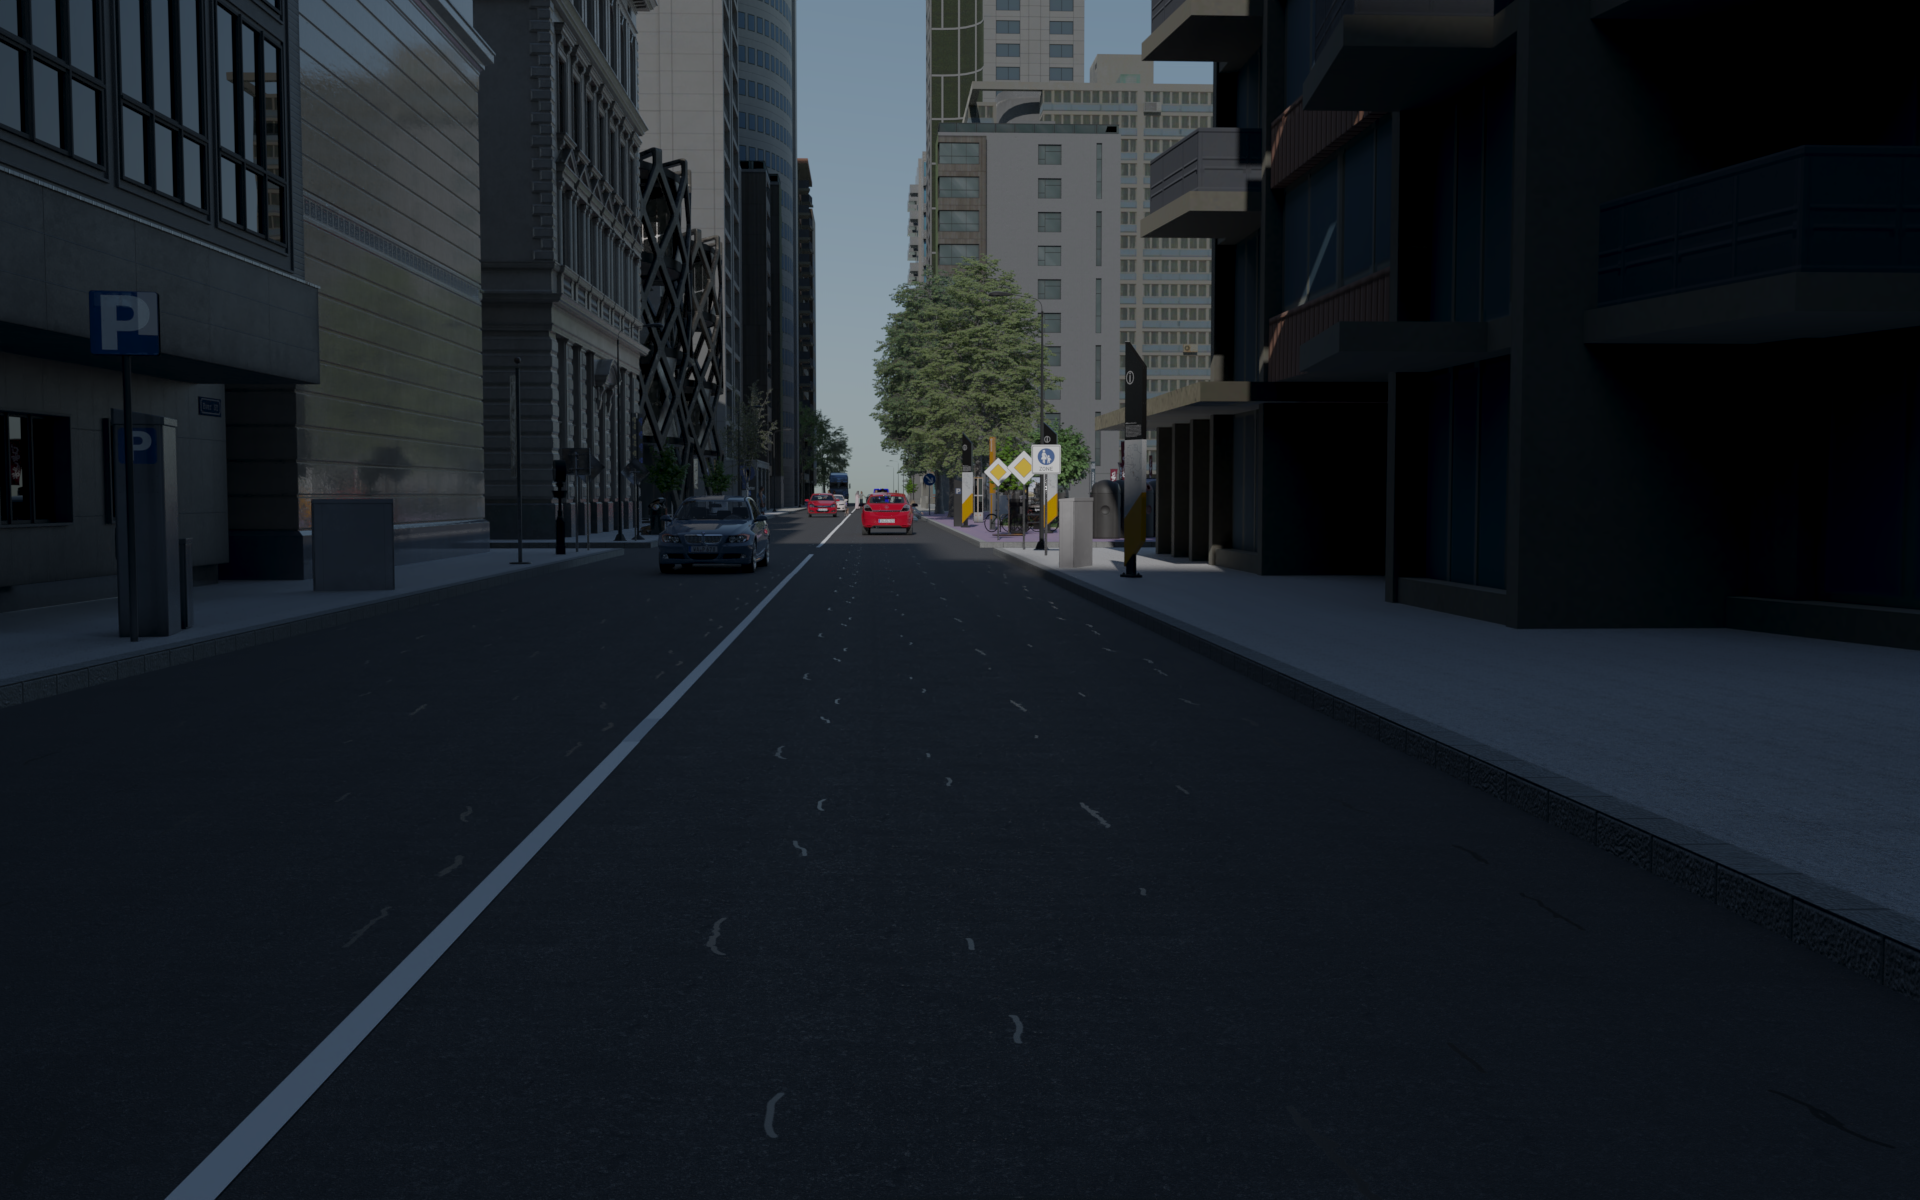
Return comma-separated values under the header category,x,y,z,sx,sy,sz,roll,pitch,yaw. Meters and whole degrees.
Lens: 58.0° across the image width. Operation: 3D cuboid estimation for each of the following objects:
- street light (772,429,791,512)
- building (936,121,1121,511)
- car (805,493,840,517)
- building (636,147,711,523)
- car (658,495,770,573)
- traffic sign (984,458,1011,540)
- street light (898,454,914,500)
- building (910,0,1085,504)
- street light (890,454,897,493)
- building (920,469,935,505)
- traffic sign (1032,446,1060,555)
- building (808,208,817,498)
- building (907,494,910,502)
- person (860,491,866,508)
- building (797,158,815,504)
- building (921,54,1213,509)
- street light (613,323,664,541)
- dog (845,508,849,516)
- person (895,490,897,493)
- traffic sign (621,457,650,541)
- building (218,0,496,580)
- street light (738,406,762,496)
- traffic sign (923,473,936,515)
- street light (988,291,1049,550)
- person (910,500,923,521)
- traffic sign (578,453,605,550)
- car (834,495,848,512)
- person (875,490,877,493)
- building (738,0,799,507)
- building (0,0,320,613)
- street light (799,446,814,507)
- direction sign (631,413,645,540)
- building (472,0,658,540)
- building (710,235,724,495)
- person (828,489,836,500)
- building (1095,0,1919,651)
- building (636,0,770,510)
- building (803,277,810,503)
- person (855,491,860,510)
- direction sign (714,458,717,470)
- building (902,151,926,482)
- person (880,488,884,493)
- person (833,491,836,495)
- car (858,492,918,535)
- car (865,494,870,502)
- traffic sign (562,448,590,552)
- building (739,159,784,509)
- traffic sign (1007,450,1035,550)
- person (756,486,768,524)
category,x,y,z,sx,sy,sz,roll,pitch,yaw
street light,-12.716,-9.241,123.637,1.470,5.913,1.316,0,4,-3
building,5.003,-22.417,138.211,14.160,30.474,14.107,0,4,-3
car,-8.548,-6.026,107.561,2.155,1.783,4.494,0,4,-5
building,-20.267,-12.711,75.280,16.820,18.784,16.811,0,4,-3
car,-4.636,-1.289,33.072,2.014,1.417,4.499,0,4,-1
traffic sign,1.052,-2.704,47.854,0.795,2.450,0.064,0,4,-3
street light,-4.714,-11.201,155.684,1.470,5.913,1.316,0,4,-3
building,4.074,-47.626,216.942,20.563,71.187,20.611,0,4,-3
street light,-7.041,-13.849,198.969,1.470,5.913,1.316,0,4,-3
building,10.010,-20.756,184.397,27.650,21.520,28.899,0,4,-3
traffic sign,1.792,-2.076,36.079,0.606,2.300,0.079,0,4,4
building,-28.995,-37.494,263.139,14.600,45.320,14.200,0,4,-3
building,7.900,-35.417,270.947,32.217,40.220,23.993,0,4,-3
person,-10.028,-10.157,175.348,1.217,1.735,0.721,2,4,33
building,-29.862,-34.580,220.000,22.147,44.769,28.867,0,4,-3
building,12.757,-28.473,157.412,32.217,40.220,23.993,0,4,-3
street light,-8.748,-4.565,47.182,1.470,5.913,1.316,0,4,-3
dog,-7.394,-5.754,113.365,0.540,0.507,0.406,2,4,29
person,-4.594,-7.083,125.026,1.217,1.735,0.721,-1,4,-11
traffic sign,-8.880,-2.674,47.358,0.795,2.450,0.064,0,4,-3
building,-19.836,-14.986,30.922,20.117,28.700,13.634,0,4,-3
street light,-11.068,-7.244,90.985,1.470,5.913,1.316,0,4,-3
traffic sign,-1.858,-6.450,105.560,0.768,2.556,0.104,0,4,0
street light,1.345,-4.115,39.823,1.470,5.913,1.316,0,4,-3
person,-2.457,-4.503,87.626,1.012,1.151,0.738,2,4,33
traffic sign,-8.463,-2.186,39.383,0.795,2.450,0.064,0,4,-3
car,-10.092,-7.791,139.743,2.083,1.381,4.827,0,4,-2
person,-6.363,-7.540,132.303,1.217,1.766,0.721,-1,4,-19
building,-26.982,-38.376,169.446,21.231,58.520,28.212,0,4,-3
building,-15.339,-13.356,11.882,14.314,27.812,24.014,0,4,-3
street light,-14.938,-11.910,167.274,1.470,5.913,1.316,0,4,-3
direction sign,-9.041,-3.459,48.549,0.379,3.537,0.876,1,4,9
building,-16.627,-13.950,56.958,11.050,23.489,19.941,0,4,-3
building,-21.933,-14.076,97.587,16.820,18.784,16.811,0,4,-3
person,-10.223,-7.772,135.586,1.348,1.822,0.705,-3,4,-37
building,14.464,-22.584,23.878,22.147,44.769,28.867,0,4,-3
building,-25.105,-42.349,130.658,20.563,71.187,20.611,0,4,-3
building,-32.441,-37.998,244.971,21.300,48.544,21.600,0,4,-3
person,-9.415,-9.184,159.326,0.621,1.740,0.551,-3,5,-43
direction sign,-15.221,-7.108,108.215,0.379,3.537,0.876,-2,4,-27
building,3.890,-38.136,243.129,23.786,49.044,30.456,0,4,-3
person,-5.808,-7.460,130.104,1.348,1.869,0.705,1,4,10
person,-10.831,-8.587,149.719,1.217,1.723,0.721,1,4,21
car,-2.565,-3.220,61.694,2.155,1.783,4.494,0,4,-1
car,-12.463,-14.367,246.700,2.131,1.459,4.920,0,4,-1
traffic sign,-8.482,-2.212,38.304,0.606,2.300,0.079,0,4,-3
building,-22.665,-23.099,149.377,14.160,30.474,14.107,0,4,-3
traffic sign,1.468,-2.216,39.879,0.795,2.450,0.064,0,4,-3
person,-9.357,-4.446,81.285,0.778,1.811,0.616,-1,4,-12
